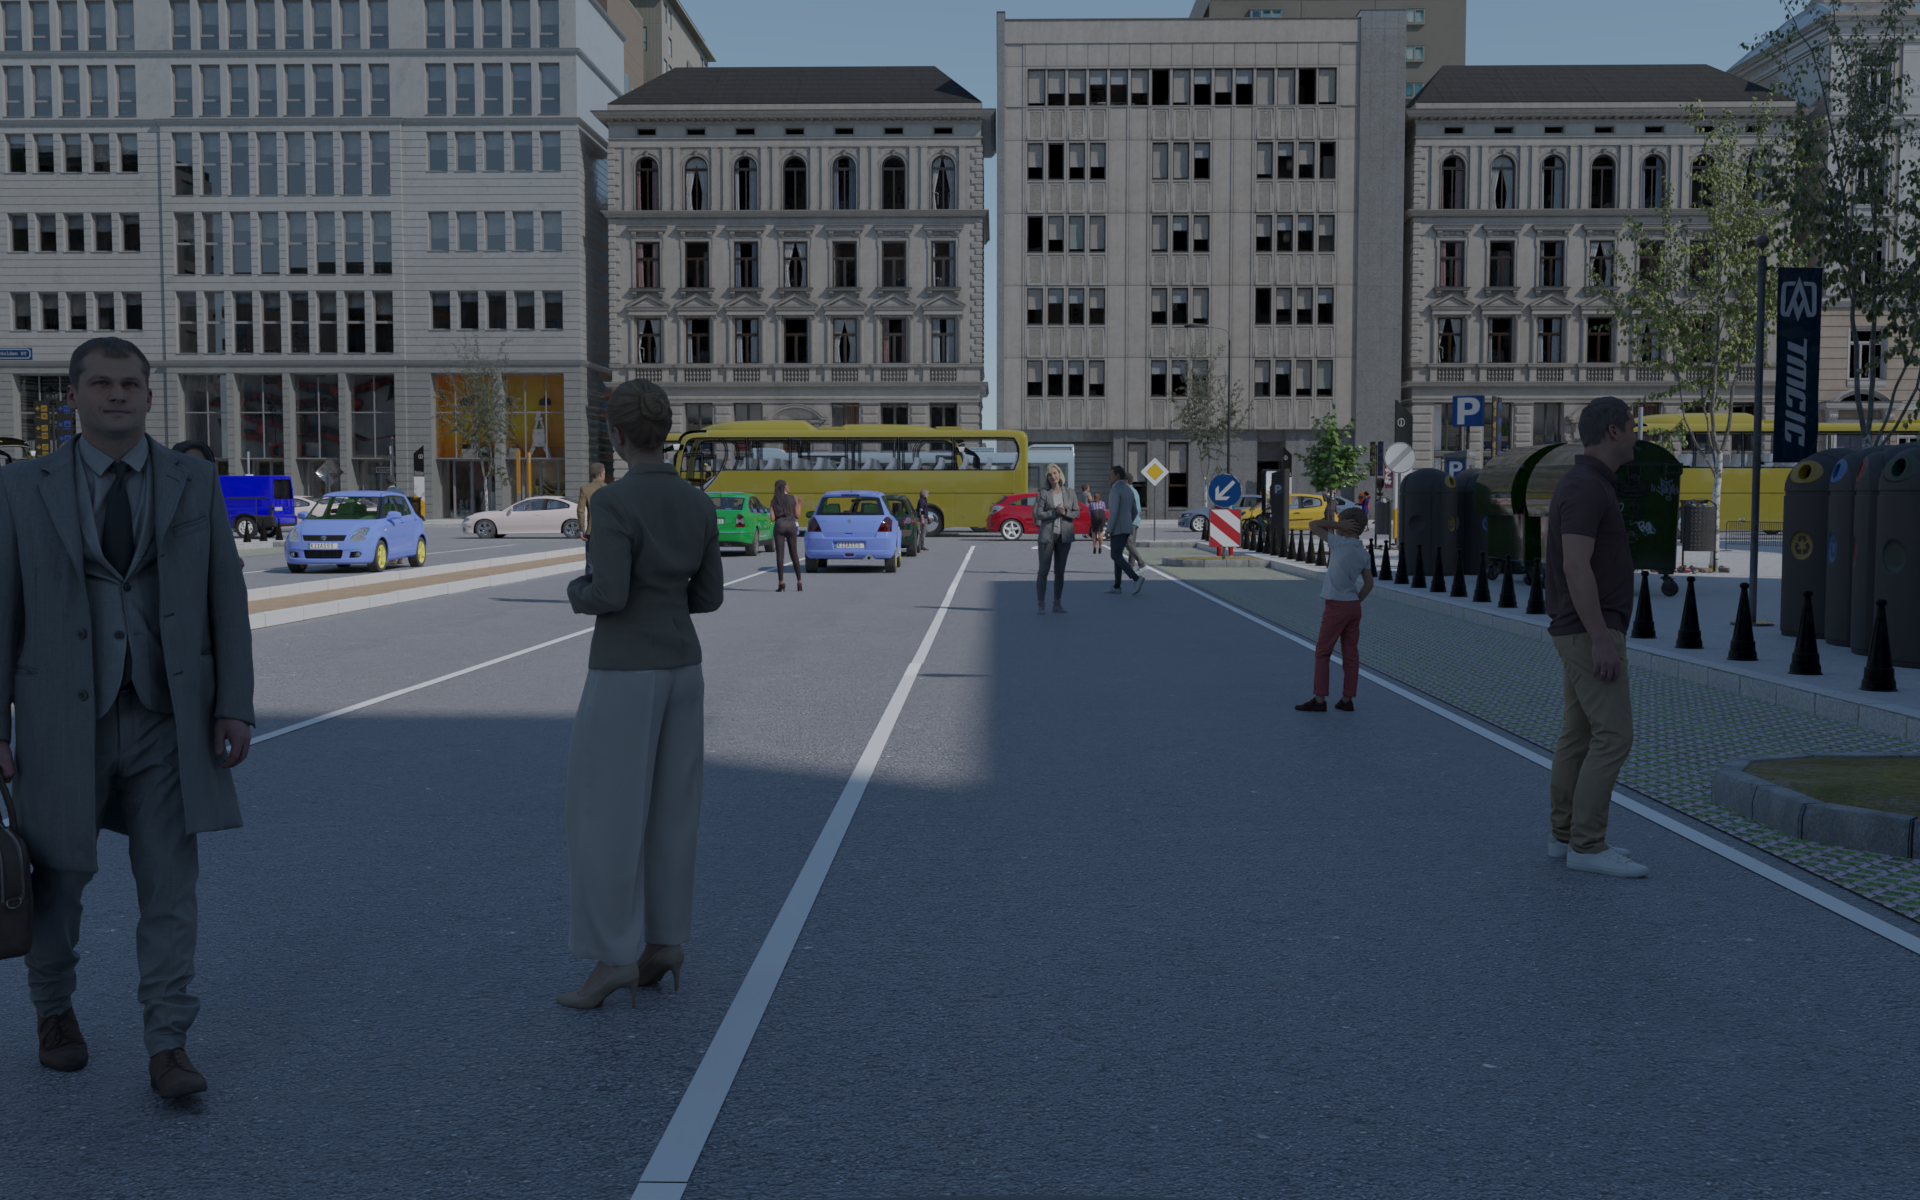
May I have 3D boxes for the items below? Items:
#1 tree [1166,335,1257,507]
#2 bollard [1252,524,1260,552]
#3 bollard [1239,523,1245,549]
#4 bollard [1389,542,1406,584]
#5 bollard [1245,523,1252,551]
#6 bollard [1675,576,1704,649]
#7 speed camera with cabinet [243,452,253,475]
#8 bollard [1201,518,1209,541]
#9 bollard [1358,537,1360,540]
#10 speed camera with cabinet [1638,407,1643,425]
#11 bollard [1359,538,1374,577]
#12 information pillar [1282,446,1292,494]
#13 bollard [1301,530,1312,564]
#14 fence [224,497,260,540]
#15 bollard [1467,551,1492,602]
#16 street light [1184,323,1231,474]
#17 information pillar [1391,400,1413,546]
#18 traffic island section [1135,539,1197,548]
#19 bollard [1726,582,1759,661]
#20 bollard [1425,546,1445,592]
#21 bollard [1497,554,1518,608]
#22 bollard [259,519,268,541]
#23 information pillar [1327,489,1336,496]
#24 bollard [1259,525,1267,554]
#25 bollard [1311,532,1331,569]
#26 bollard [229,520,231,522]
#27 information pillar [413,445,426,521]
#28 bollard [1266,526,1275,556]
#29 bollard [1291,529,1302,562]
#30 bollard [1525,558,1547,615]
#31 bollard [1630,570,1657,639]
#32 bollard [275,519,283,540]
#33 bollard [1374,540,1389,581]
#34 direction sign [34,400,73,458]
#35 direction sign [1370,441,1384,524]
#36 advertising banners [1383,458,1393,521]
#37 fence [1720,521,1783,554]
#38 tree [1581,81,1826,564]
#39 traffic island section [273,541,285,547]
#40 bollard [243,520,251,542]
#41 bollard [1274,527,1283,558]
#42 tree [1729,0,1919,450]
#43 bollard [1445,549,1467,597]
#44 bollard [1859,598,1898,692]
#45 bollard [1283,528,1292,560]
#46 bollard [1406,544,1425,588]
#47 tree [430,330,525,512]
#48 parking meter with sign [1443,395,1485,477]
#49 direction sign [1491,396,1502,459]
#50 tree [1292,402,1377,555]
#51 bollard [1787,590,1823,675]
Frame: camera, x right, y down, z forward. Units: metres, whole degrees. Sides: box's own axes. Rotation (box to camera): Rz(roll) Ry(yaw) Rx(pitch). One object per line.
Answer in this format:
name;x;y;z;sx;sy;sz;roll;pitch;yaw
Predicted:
tree;11.405;-7.915;79.775;4.360;8.622;3.978;0;3;0
bollard;6.607;-1.349;38.099;0.229;0.601;0.229;0;3;0
bollard;6.654;-1.475;40.161;0.229;0.601;0.229;0;3;0
bollard;6.310;-0.531;24.722;0.229;0.601;0.229;0;3;0
bollard;6.631;-1.412;39.135;0.229;0.601;0.229;0;3;0
bollard;6.077;0.099;14.415;0.229;0.601;0.229;0;3;0
speed camera with cabinet;-32.692;-5.316;81.253;2.038;3.252;0.660;-3;4;-37
bollard;6.838;-1.978;48.382;0.229;0.601;0.229;0;3;0
bollard;6.379;-0.720;27.808;0.229;0.601;0.229;0;3;0
speed camera with cabinet;14.983;-2.792;39.983;0.660;3.252;2.038;-2;4;-28
bollard;6.355;-0.657;26.782;0.229;0.601;0.229;0;3;0
information pillar;16.032;-5.728;85.007;0.504;3.616;0.183;-1;4;-15
bollard;6.469;-0.971;31.916;0.229;0.601;0.229;0;3;0
fence;-20.208;-2.242;47.853;0.480;1.192;2.264;1;4;21
bollard;6.215;-0.279;20.607;0.229;0.601;0.229;0;3;0
street light;6.792;-4.570;47.269;1.470;5.913;1.316;0;4;1
information pillar;11.003;-3.163;43.068;0.504;3.616;0.183;-1;4;-18
traffic island section;5.343;-1.538;47.428;2.009;0.180;2.903;0;4;1
bollard;6.054;0.163;13.382;0.229;0.601;0.229;0;3;0
bollard;6.263;-0.405;22.670;0.229;0.601;0.229;0;3;0
bollard;6.194;-0.216;19.573;0.229;0.601;0.229;0;3;0
bollard;-18.932;-1.897;47.055;0.229;0.601;0.229;0;3;0
information pillar;17.438;-4.701;81.361;0.304;2.012;0.304;-1;4;-14
bollard;6.584;-1.286;37.065;0.229;0.601;0.229;0;3;0
bollard;6.444;-0.908;30.889;0.229;0.601;0.229;0;3;0
bollard;-18.979;-1.771;45.001;0.229;0.601;0.229;0;3;0
information pillar;-25.695;-5.564;82.331;0.504;3.616;0.183;-2;4;-24
bollard;6.559;-1.223;36.036;0.229;0.601;0.229;0;3;0
bollard;6.488;-1.034;32.942;0.229;0.601;0.229;0;3;0
bollard;6.171;-0.152;18.533;0.229;0.601;0.229;0;3;0
bollard;6.101;0.037;15.441;0.229;0.601;0.229;0;3;0
bollard;-18.907;-1.960;48.092;0.229;0.601;0.229;0;3;0
bollard;6.334;-0.594;25.755;0.229;0.601;0.229;0;3;0
direction sign;-21.939;-3.058;41.988;0.876;3.537;0.379;0;4;-3
direction sign;17.946;-5.056;74.670;0.379;3.537;0.876;-2;4;-25
advertising banners;21.354;-5.329;83.320;2.074;3.025;0.090;0;4;7
fence;17.435;-1.378;37.901;0.278;0.683;2.069;-1;4;-14
tree;13.786;-4.972;31.659;4.737;8.622;4.395;0;3;0
traffic island section;-17.442;-1.569;47.938;2.009;0.180;2.903;0;4;1
bollard;-18.953;-1.834;46.029;0.229;0.601;0.229;0;3;0
bollard;6.540;-1.160;35.006;0.229;0.601;0.229;0;3;0
tree;12.025;-4.405;22.379;4.360;8.622;3.978;0;3;0
bollard;6.238;-0.343;21.643;0.229;0.601;0.229;0;3;0
bollard;6.009;0.289;11.311;0.229;0.601;0.229;0;3;0
bollard;6.514;-1.097;33.971;0.229;0.601;0.229;0;3;0
bollard;6.282;-0.468;23.696;0.229;0.601;0.229;0;3;0
tree;-21.270;-7.757;77.196;4.360;8.622;3.978;0;3;0
parking meter with sign;8.612;-2.062;29.973;0.543;3.016;1.738;2;4;27
direction sign;12.493;-2.960;40.394;0.379;3.537;0.876;2;4;30
tree;7.856;-2.571;36.638;1.663;3.219;1.824;0;3;0
bollard;6.030;0.227;12.338;0.229;0.601;0.229;0;3;0
